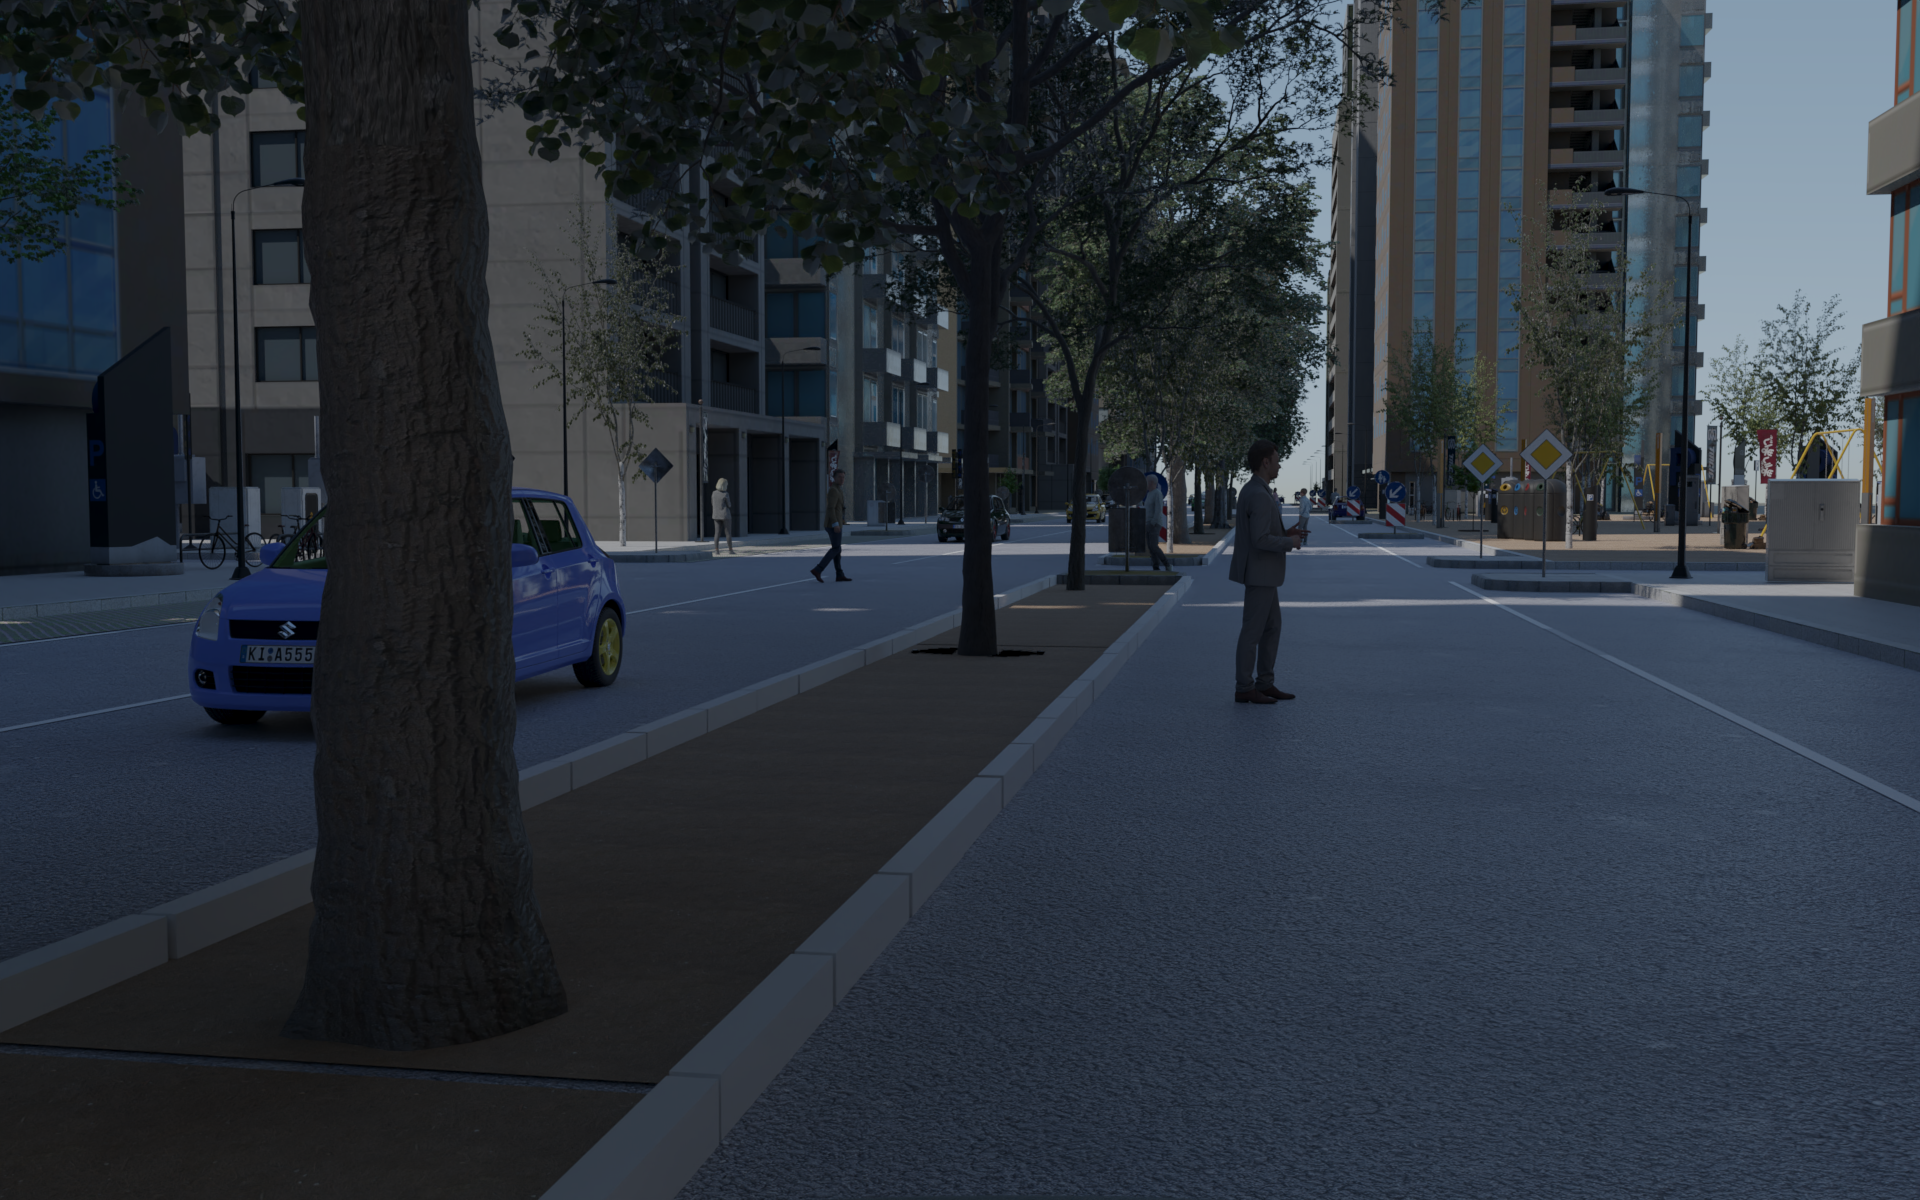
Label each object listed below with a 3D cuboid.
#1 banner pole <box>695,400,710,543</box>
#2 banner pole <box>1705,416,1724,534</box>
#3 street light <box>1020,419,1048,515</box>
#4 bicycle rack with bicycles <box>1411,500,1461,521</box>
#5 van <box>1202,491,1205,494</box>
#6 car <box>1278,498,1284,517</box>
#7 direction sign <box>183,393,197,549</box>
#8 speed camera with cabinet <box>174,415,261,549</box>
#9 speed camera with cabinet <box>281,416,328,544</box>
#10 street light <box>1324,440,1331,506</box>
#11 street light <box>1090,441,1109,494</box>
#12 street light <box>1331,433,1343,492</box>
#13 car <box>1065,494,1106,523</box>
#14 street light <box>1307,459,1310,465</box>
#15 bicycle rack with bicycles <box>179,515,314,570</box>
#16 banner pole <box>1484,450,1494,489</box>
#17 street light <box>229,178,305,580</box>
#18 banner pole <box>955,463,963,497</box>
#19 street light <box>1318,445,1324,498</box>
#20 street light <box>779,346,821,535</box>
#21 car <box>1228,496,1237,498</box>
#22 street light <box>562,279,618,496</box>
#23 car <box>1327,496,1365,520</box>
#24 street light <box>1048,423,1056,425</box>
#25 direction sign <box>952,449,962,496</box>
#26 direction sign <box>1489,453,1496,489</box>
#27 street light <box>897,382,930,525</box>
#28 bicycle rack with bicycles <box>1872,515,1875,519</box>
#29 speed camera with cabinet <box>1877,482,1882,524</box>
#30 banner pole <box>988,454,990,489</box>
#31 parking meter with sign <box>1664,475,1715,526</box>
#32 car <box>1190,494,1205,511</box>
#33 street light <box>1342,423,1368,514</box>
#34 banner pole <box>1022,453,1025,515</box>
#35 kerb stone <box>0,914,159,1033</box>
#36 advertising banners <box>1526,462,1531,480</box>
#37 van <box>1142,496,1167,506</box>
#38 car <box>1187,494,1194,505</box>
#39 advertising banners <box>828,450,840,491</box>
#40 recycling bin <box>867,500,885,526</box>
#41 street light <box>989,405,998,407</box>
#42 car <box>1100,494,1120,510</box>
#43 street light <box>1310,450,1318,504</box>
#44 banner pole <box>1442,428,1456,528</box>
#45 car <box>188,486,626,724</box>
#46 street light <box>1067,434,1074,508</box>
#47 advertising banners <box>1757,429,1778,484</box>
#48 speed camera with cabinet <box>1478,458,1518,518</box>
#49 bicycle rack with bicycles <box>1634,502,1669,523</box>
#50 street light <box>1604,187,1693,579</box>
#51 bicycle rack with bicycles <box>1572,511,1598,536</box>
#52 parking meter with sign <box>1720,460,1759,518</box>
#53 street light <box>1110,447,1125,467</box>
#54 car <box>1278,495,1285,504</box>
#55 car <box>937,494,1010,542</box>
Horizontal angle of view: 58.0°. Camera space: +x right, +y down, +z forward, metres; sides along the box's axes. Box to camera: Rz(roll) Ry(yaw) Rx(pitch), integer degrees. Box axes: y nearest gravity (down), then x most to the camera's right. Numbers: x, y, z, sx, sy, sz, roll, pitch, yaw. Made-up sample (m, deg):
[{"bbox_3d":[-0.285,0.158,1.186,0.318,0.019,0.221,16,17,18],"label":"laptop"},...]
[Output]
[{"bbox_3d":[-6.827,-3.434,46.169,0.401,3.779,0.863,0,4,7],"label":"banner pole"},{"bbox_3d":[24.274,-4.017,55.702,0.863,3.779,0.401,-2,4,-25],"label":"banner pole"},{"bbox_3d":[4.466,-8.252,107.463,1.470,5.913,1.316,1,4,10],"label":"street light"},{"bbox_3d":[23.047,-4.297,83.631,2.852,0.926,2.925,1,4,16],"label":"bicycle rack with bicycles"},{"bbox_3d":[35.500,-14.821,249.341,2.013,2.044,4.112,1,4,9],"label":"van"},{"bbox_3d":[18.282,-5.577,103.183,2.014,1.417,4.499,1,4,9],"label":"car"},{"bbox_3d":[-17.487,-2.891,39.267,0.379,3.537,0.876,-2,4,-32],"label":"direction sign"},{"bbox_3d":[-17.506,-2.831,40.618,2.038,3.252,0.660,1,4,9],"label":"speed camera with cabinet"},{"bbox_3d":[-16.188,-2.991,43.237,0.660,3.252,2.038,0,4,7],"label":"speed camera with cabinet"},{"bbox_3d":[32.202,-10.752,148.333,1.470,5.913,1.316,1,4,10],"label":"street light"},{"bbox_3d":[11.773,-10.770,148.630,1.470,5.913,1.316,1,4,10],"label":"street light"},{"bbox_3d":[28.991,-9.682,130.844,1.470,5.913,1.316,1,4,10],"label":"street light"},{"bbox_3d":[6.309,-4.669,86.568,2.015,1.641,3.980,1,4,10],"label":"car"},{"bbox_3d":[43.303,-14.571,210.783,1.470,5.913,1.316,1,4,10],"label":"street light"},{"bbox_3d":[-11.842,-1.003,29.786,2.852,0.926,2.925,1,4,11],"label":"bicycle rack with bicycles"},{"bbox_3d":[29.879,-6.606,98.020,0.863,3.779,0.401,2,4,30],"label":"banner pole"},{"bbox_3d":[-10.232,-3.251,25.687,1.470,5.913,1.316,1,4,10],"label":"street light"},{"bbox_3d":[-0.088,-7.480,112.309,0.863,3.779,0.401,-3,5,-43],"label":"banner pole"},{"bbox_3d":[35.209,-11.800,165.468,1.470,5.913,1.316,1,4,10],"label":"street light"},{"bbox_3d":[-5.063,-5.027,54.730,1.470,5.913,1.316,1,4,10],"label":"street light"},{"bbox_3d":[32.433,-12.170,208.569,1.945,1.707,3.694,1,4,12],"label":"car"},{"bbox_3d":[-8.070,-3.979,37.596,1.470,5.913,1.316,1,4,10],"label":"street light"},{"bbox_3d":[20.399,-4.823,91.431,1.945,1.354,3.894,1,4,9],"label":"car"},{"bbox_3d":[5.578,-8.623,113.528,1.470,5.913,1.316,1,4,10],"label":"street light"},{"bbox_3d":[-0.159,-5.825,87.228,0.379,3.537,0.876,-2,4,-34],"label":"direction sign"},{"bbox_3d":[29.611,-6.411,96.815,0.379,3.537,0.876,-2,4,-28],"label":"direction sign"},{"bbox_3d":[-1.929,-6.089,72.091,1.470,5.913,1.316,1,4,10],"label":"street light"},{"bbox_3d":[31.333,-2.641,56.568,2.925,0.926,2.852,1,4,13],"label":"bicycle rack with bicycles"},{"bbox_3d":[13.217,-1.764,23.175,0.660,3.252,2.038,-1,4,-9],"label":"speed camera with cabinet"},{"bbox_3d":[1.300,-6.477,95.921,0.863,3.779,0.401,-3,4,-37],"label":"banner pole"},{"bbox_3d":[29.289,-4.486,69.607,1.738,3.016,0.543,1,4,13],"label":"parking meter with sign"},{"bbox_3d":[20.257,-8.312,144.703,1.959,1.807,4.718,1,4,10],"label":"car"},{"bbox_3d":[26.025,-8.618,113.440,1.470,5.913,1.316,1,4,10],"label":"street light"},{"bbox_3d":[3.856,-7.060,105.452,0.401,3.779,0.863,0,4,-8],"label":"banner pole"},{"bbox_3d":[-2.557,1.065,4.787,0.120,0.150,1.000,1,4,10],"label":"kerb stone"},{"bbox_3d":[30.658,-5.830,91.509,2.074,3.025,0.090,3,4,37],"label":"advertising banners"},{"bbox_3d":[18.046,-9.527,160.151,2.240,2.365,5.245,1,4,12],"label":"van"},{"bbox_3d":[31.639,-13.681,233.477,2.009,1.686,4.222,1,4,10],"label":"car"},{"bbox_3d":[-5.709,-4.455,69.032,2.074,3.025,0.090,-2,4,-28],"label":"advertising banners"},{"bbox_3d":[-3.334,-3.444,68.869,0.722,1.027,0.722,0,4,-3],"label":"recycling bin"},{"bbox_3d":[1.294,-7.206,90.358,1.470,5.913,1.316,1,4,10],"label":"street light"},{"bbox_3d":[11.989,-8.018,140.885,2.009,1.686,4.222,1,4,10],"label":"car"},{"bbox_3d":[40.080,-13.476,192.866,1.470,5.913,1.316,1,4,10],"label":"street light"},{"bbox_3d":[18.487,-4.621,65.576,0.401,3.779,0.863,-1,4,-22],"label":"banner pole"},{"bbox_3d":[-3.627,-0.133,11.769,1.945,1.707,3.694,1,4,9],"label":"car"},{"bbox_3d":[8.725,-9.722,131.503,1.470,5.913,1.316,1,4,10],"label":"street light"},{"bbox_3d":[22.317,-3.056,46.155,2.074,3.025,0.090,2,4,30],"label":"advertising banners"},{"bbox_3d":[29.305,-6.120,94.397,0.660,3.252,2.038,-3,5,-45],"label":"speed camera with cabinet"},{"bbox_3d":[32.077,-3.985,78.542,2.925,0.926,2.852,0,4,-6],"label":"bicycle rack with bicycles"},{"bbox_3d":[10.456,-3.289,26.311,1.470,5.913,1.316,1,4,10],"label":"street light"},{"bbox_3d":[18.213,-2.457,53.557,2.925,0.926,2.852,0,4,4],"label":"bicycle rack with bicycles"},{"bbox_3d":[40.267,-5.704,89.513,1.738,3.016,0.543,3,5,43],"label":"parking meter with sign"},{"bbox_3d":[14.821,-11.836,166.055,1.470,5.913,1.316,1,4,10],"label":"street light"},{"bbox_3d":[48.384,-15.301,262.749,1.945,1.354,3.894,1,4,10],"label":"car"},{"bbox_3d":[0.440,-2.628,52.761,2.009,1.686,4.222,1,4,11],"label":"car"}]
